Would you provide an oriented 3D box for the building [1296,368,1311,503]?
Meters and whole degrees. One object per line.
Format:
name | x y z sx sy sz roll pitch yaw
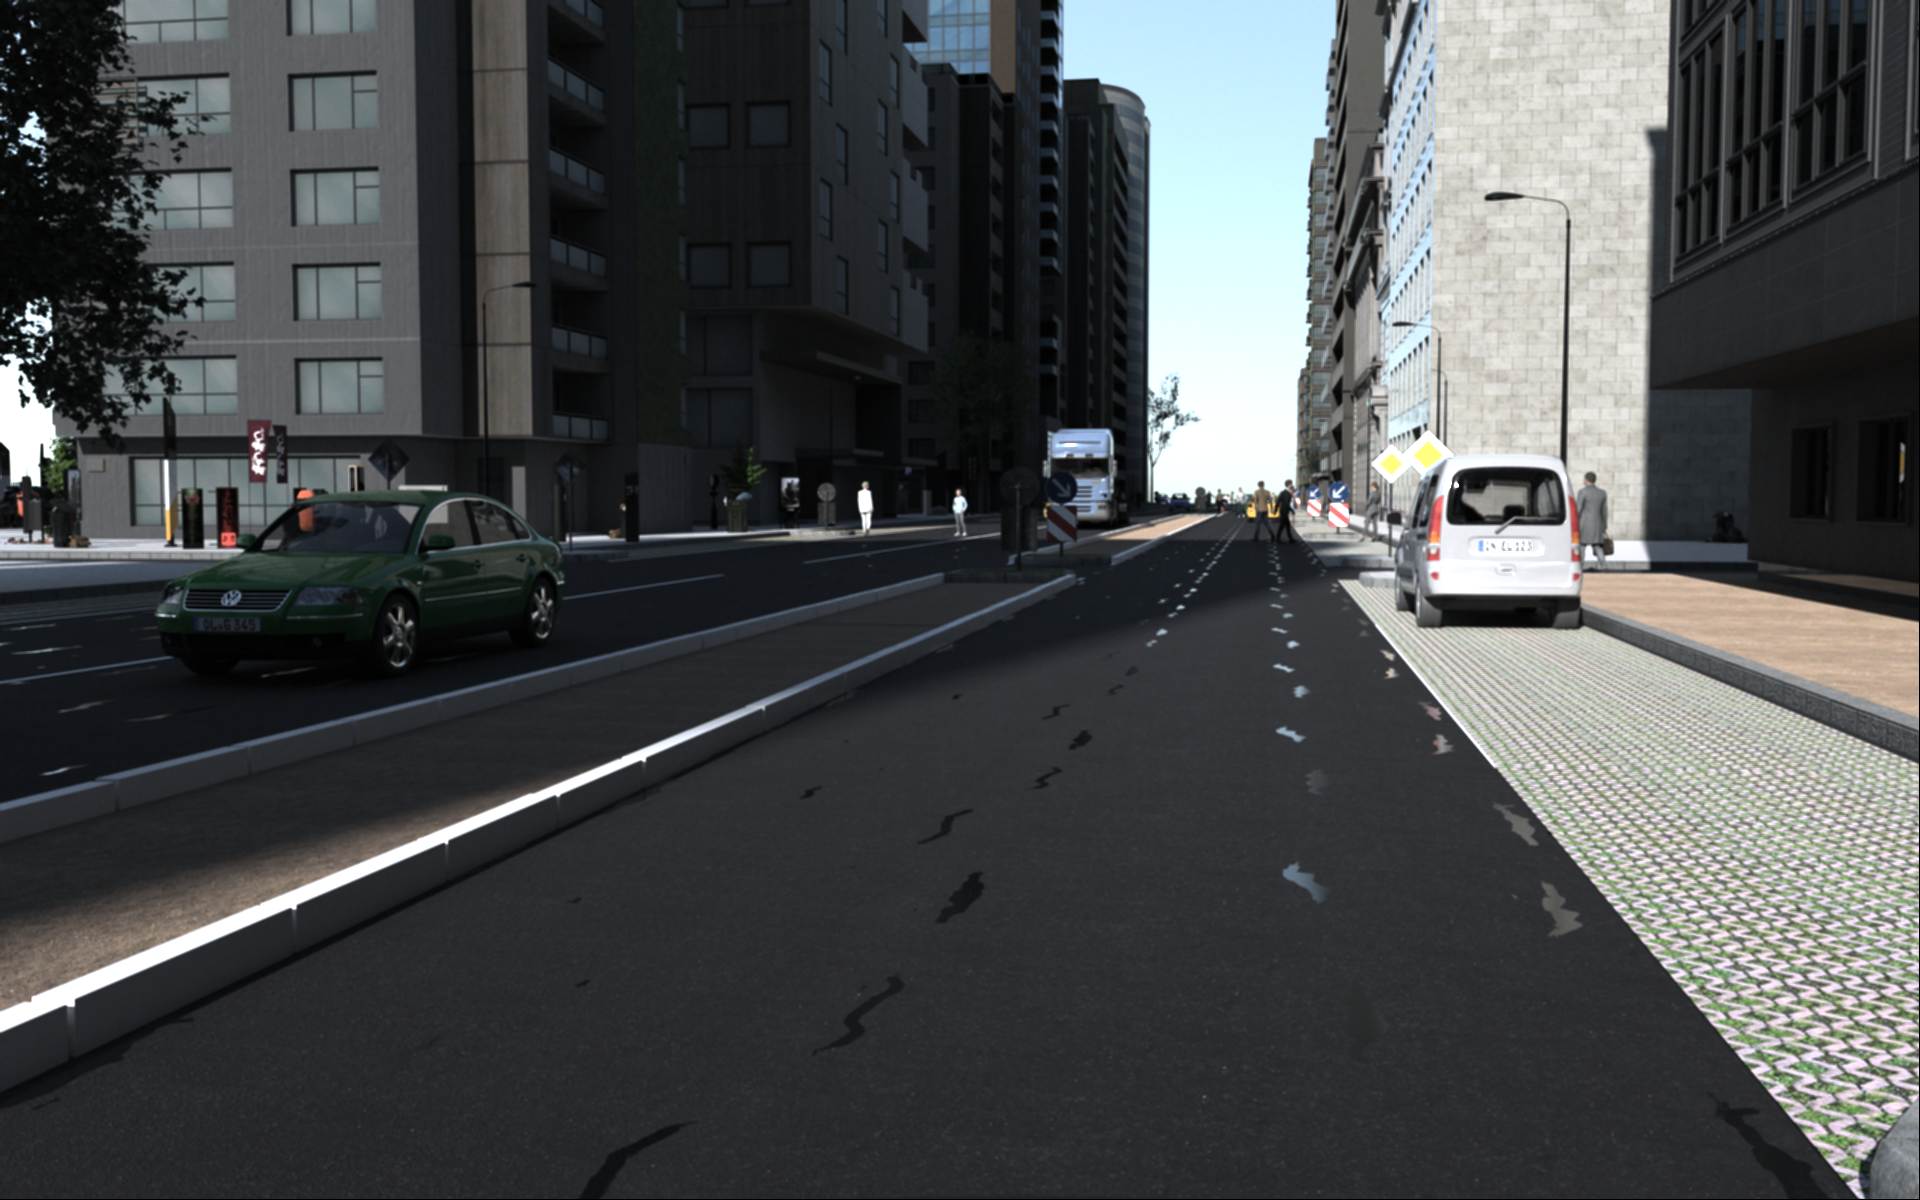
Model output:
building | 62.817 -24.736 249.468 27.650 21.520 28.899 1 4 10

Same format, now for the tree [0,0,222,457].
tree | -14.132 -6.391 21.493 9.611 12.733 9.660 0 3 0

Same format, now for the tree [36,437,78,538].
tree | -26.398 -3.452 51.044 1.663 3.219 1.824 0 3 0

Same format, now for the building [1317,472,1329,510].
building | 45.407 -27.320 138.557 32.217 40.220 23.993 1 4 10

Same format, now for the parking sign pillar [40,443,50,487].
parking sign pillar | -48.728 -6.348 92.258 1.447 3.967 1.447 -2 4 -31

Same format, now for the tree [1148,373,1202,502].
tree | 31.184 -25.246 268.662 12.611 20.169 13.585 0 3 0

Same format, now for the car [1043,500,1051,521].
car | 5.463 -5.013 92.182 2.015 1.641 3.980 1 4 9

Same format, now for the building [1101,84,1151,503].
building | 15.599 -43.171 247.848 21.231 58.520 28.212 1 4 10

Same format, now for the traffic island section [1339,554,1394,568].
traffic island section | 8.732 -0.783 35.091 2.009 0.180 2.903 1 4 10

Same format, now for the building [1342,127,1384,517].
building | 28.403 -15.535 95.799 13.314 21.916 24.055 1 4 10

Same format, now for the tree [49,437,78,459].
tree | -36.649 -5.486 73.417 4.285 4.588 4.351 0 3 0

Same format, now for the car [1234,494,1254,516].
car | 18.928 -6.194 113.069 2.131 1.459 4.920 1 4 10

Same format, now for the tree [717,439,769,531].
tree | -7.760 -4.040 60.658 1.663 3.219 1.824 0 3 0

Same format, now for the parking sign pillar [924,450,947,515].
parking sign pillar | -1.492 -7.081 104.254 1.447 3.967 1.447 -1 4 -15

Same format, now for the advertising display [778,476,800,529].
advertising display | -6.220 -3.541 63.117 0.123 1.923 0.974 3 5 41

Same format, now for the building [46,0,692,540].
building | -17.290 -22.576 52.715 14.154 41.232 14.086 1 4 10

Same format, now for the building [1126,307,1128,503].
building | 14.296 -27.785 225.978 14.160 30.474 14.107 1 4 10

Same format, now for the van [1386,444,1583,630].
van | 5.917 -0.775 19.678 2.013 2.044 4.112 1 4 10

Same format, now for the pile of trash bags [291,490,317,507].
pile of trash bags | -35.417 -4.973 91.062 1.912 1.369 3.447 1 4 12

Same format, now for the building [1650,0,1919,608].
building | 15.088 -13.387 12.390 14.314 27.812 24.014 1 4 10

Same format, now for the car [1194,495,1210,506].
car | 29.480 -12.098 210.168 2.083 1.381 4.827 1 4 11

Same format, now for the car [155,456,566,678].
car | -4.999 -0.380 15.006 1.959 1.807 4.718 1 4 10

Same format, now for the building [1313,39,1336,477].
building | 46.391 -33.412 165.896 23.786 49.044 30.456 1 4 10

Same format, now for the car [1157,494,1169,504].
car | 29.666 -14.947 253.967 1.945 1.707 3.694 1 4 12

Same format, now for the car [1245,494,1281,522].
car | 15.653 -4.818 88.990 2.015 1.641 3.980 1 4 12

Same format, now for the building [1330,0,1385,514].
building | 36.491 -30.157 116.765 21.300 48.544 21.600 1 4 10

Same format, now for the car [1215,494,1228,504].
car | 39.239 -15.350 259.762 1.959 1.807 4.718 1 4 9

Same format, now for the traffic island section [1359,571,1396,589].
traffic island section | 7.346 -0.302 27.226 2.009 0.180 2.903 1 4 10

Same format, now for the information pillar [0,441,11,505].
information pillar | -42.339 -5.227 76.813 0.183 3.616 0.504 1 4 20

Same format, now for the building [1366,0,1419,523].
building | 24.805 -17.566 73.113 13.634 28.700 20.117 1 4 10

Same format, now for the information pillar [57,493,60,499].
information pillar | -49.072 -5.484 94.148 0.304 2.012 0.304 -2 4 -25

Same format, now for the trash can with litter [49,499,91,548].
trash can with litter | -21.220 -1.836 41.399 1.055 1.170 0.624 1 4 23

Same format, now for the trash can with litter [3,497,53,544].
trash can with litter | -24.249 -2.086 45.164 2.233 1.210 1.678 2 4 27

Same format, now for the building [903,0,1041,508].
building | -1.523 -29.633 134.604 14.600 45.320 14.200 1 4 10

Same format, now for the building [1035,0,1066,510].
building | -1.198 -51.628 156.786 22.319 86.520 31.000 1 4 10

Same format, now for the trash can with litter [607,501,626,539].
trash can with litter | -9.718 -2.343 49.693 1.055 1.170 0.624 3 4 37

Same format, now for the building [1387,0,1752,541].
building | 19.719 -12.274 55.433 10.420 20.320 16.860 1 4 10

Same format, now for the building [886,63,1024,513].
building | -3.476 -21.332 120.476 14.160 30.474 14.107 1 4 10

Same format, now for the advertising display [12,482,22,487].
advertising display | -50.254 -5.329 92.350 0.974 1.923 0.123 3 5 39

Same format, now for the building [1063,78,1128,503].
building | 8.583 -35.711 207.571 21.300 48.544 21.600 1 4 10

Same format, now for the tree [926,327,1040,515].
tree | 1.412 -11.197 108.822 9.928 11.665 9.643 0 3 0

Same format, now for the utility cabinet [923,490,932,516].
utility cabinet | -1.889 -5.625 100.642 0.318 1.500 1.173 -1 4 -11

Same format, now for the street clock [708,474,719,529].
street clock | -8.956 -3.577 63.051 0.358 2.002 0.471 -2 4 -33

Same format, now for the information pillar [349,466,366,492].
information pillar | -15.607 -2.471 44.896 0.304 2.012 0.304 2 4 35

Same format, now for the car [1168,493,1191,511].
car | 18.850 -8.501 148.580 1.945 1.707 3.694 1 4 8

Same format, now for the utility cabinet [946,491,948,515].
utility cabinet | -1.331 -5.967 106.234 1.173 1.500 0.318 -1 4 -21

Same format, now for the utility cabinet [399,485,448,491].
utility cabinet | -13.574 -2.152 43.861 1.173 1.500 0.318 -1 4 -12

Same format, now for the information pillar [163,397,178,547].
information pillar | -19.157 -3.100 42.036 0.183 3.616 0.504 0 3 0

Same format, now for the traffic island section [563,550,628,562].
traffic island section | -8.592 -0.970 38.139 2.009 0.180 2.903 1 4 10

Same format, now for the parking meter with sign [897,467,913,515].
parking meter with sign | -3.591 -6.909 109.229 0.543 3.016 1.738 2 4 24

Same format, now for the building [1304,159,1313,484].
building | 55.418 -34.628 220.786 22.147 44.769 28.867 1 4 10

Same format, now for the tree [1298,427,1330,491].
tree | 39.347 -14.773 191.908 4.360 8.622 3.978 0 3 0

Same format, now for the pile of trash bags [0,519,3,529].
pile of trash bags | -35.571 -3.368 64.821 3.447 1.369 1.912 3 5 40

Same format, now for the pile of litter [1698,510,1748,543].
pile of litter | 20.386 -1.949 45.838 1.176 0.858 1.719 -1 4 -11

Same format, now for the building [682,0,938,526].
building | -16.730 -30.104 81.443 28.713 52.752 27.495 1 4 10

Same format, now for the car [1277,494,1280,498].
car | 46.308 -14.671 248.674 1.959 1.807 4.718 1 4 10

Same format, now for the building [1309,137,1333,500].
building | 47.748 -31.609 200.405 14.154 41.232 14.086 1 4 10

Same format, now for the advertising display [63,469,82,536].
advertising display | -22.612 -2.381 44.147 0.123 1.923 0.974 -1 4 -9
